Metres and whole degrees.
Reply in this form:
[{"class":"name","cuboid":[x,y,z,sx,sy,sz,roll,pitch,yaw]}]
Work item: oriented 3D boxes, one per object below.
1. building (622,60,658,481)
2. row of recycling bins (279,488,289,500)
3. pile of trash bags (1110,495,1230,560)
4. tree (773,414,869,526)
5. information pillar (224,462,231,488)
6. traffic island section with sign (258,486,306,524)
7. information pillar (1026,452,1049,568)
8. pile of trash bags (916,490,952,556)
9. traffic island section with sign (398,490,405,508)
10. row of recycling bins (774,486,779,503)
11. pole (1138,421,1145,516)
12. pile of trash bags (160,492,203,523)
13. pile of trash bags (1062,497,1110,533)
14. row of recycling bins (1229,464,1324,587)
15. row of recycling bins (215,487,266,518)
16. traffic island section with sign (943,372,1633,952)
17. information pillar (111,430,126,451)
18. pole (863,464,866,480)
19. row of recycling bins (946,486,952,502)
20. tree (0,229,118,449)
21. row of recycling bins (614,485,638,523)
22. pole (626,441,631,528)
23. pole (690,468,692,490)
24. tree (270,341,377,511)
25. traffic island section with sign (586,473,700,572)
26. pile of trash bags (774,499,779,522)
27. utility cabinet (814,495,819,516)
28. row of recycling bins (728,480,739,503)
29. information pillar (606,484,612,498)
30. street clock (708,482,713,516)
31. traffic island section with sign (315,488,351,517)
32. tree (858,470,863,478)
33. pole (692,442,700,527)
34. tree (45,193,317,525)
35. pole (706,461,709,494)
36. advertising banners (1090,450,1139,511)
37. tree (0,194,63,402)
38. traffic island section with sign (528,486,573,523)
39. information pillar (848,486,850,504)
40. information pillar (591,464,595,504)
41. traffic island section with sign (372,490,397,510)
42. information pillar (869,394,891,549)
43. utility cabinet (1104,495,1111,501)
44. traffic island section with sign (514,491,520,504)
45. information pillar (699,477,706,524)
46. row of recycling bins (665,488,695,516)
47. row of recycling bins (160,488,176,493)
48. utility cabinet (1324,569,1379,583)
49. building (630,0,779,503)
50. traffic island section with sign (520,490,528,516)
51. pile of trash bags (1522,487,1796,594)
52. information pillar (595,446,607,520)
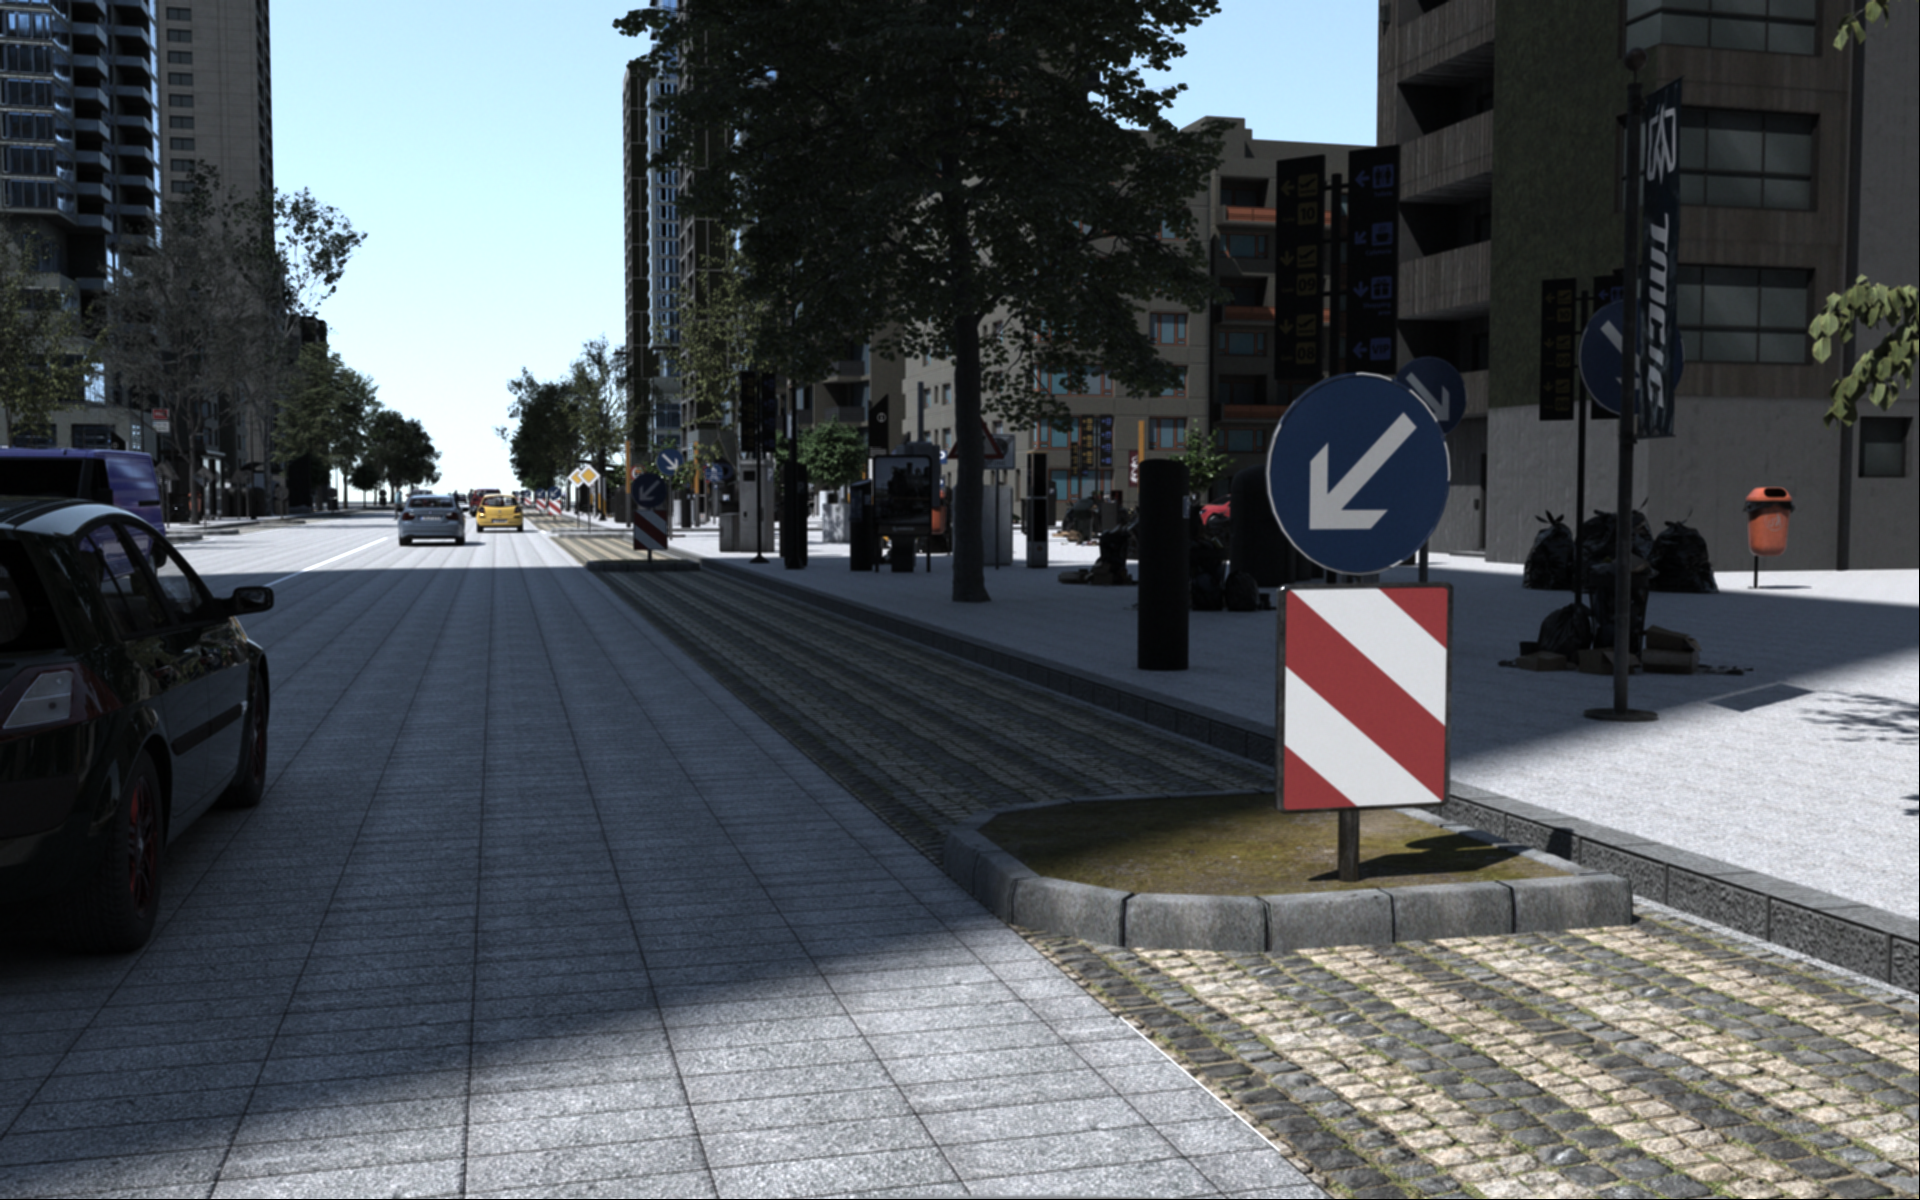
[{"class":"building","cuboid":[-46.640,-51.901,286.830,20.563,71.187,20.611,-1,4,-15]},{"class":"row of recycling bins","cuboid":[-49.132,-7.256,125.746,3.534,1.692,1.069,-2,4,-34]},{"class":"pile of trash bags","cuboid":[4.973,-1.489,34.102,3.447,1.369,1.912,-1,4,-21]},{"class":"tree","cuboid":[-4.904,-5.215,68.980,4.285,4.588,4.351,0,3,0]},{"class":"information pillar","cuboid":[-53.050,-8.204,125.482,0.504,3.616,0.183,1,4,13]},{"class":"traffic island section with sign","cuboid":[-32.638,-4.573,83.398,1.989,1.847,2.006,-1,4,-15]},{"class":"information pillar","cuboid":[1.343,-1.566,30.091,0.304,2.012,0.304,-1,4,-16]},{"class":"pile of trash bags","cuboid":[-0.175,-1.700,37.550,1.912,1.369,3.447,1,4,12]},{"class":"traffic island section with sign","cuboid":[-59.539,-10.725,183.988,1.989,1.847,2.006,-1,4,-15]},{"class":"row of recycling bins","cuboid":[-10.385,-5.086,90.270,1.069,1.692,3.534,-2,4,-35]},{"class":"pole","cuboid":[5.039,-3.320,48.127,0.158,3.312,0.155,0,3,0]},{"class":"pile of trash bags","cuboid":[-35.284,-4.143,77.483,1.912,1.369,3.447,1,4,19]},{"class":"pile of trash bags","cuboid":[5.178,-2.913,57.372,3.447,1.369,1.912,-1,4,-15]},{"class":"row of recycling bins","cuboid":[4.650,-1.116,25.368,1.069,1.692,3.534,1,4,22]},{"class":"row of recycling bins","cuboid":[-39.829,-5.424,95.791,1.069,1.692,3.534,1,4,21]},{"class":"traffic island section with sign","cuboid":[1.006,0.138,6.371,1.989,1.847,2.006,-1,4,-15]},{"class":"information pillar","cuboid":[-30.877,-4.418,63.581,0.504,3.616,0.183,0,4,-3]},{"class":"pole","cuboid":[-5.810,-6.828,105.481,0.158,3.312,0.155,0,3,0]},{"class":"row of recycling bins","cuboid":[-1.456,-4.994,88.772,1.069,1.692,3.534,-2,4,-32]},{"class":"tree","cuboid":[-25.793,-5.945,47.568,4.737,8.622,4.395,0,3,0]},{"class":"row of recycling bins","cuboid":[-15.088,-4.348,78.204,1.069,1.692,3.534,-1,4,-16]},{"class":"pole","cuboid":[-12.704,-4.432,66.313,0.158,3.312,0.155,0,3,0]},{"class":"pole","cuboid":[-16.159,-6.766,104.467,0.158,3.312,0.155,0,3,0]},{"class":"tree","cuboid":[-47.243,-12.877,128.663,7.486,12.596,7.792,0,3,0]},{"class":"traffic island section with sign","cuboid":[-6.024,-1.471,32.674,1.989,1.847,2.006,-1,4,-15]},{"class":"pile of trash bags","cuboid":[-8.389,-4.300,80.064,1.912,1.369,3.447,-1,4,-23]},{"class":"utility cabinet","cuboid":[-8.179,-5.625,103.133,1.020,1.237,0.306,-2,4,-31]},{"class":"row of recycling bins","cuboid":[-6.776,-2.872,54.071,1.069,1.692,3.534,0,4,-4]},{"class":"information pillar","cuboid":[-24.399,-7.096,120.512,0.304,2.012,0.304,1,4,12]},{"class":"street clock","cuboid":[-14.336,-5.861,100.392,0.471,2.002,0.358,1,4,11]},{"class":"traffic island section with sign","cuboid":[-39.610,-6.166,109.440,1.989,1.847,2.006,-1,4,-15]},{"class":"tree","cuboid":[-6.287,-6.862,106.797,1.663,3.219,1.824,0,3,0]},{"class":"pole","cuboid":[-10.244,-4.503,67.462,0.158,3.312,0.155,0,3,0]},{"class":"tree","cuboid":[-32.053,-9.875,71.832,12.009,13.543,11.850,0,3,0]},{"class":"pole","cuboid":[-15.469,-6.868,106.128,0.158,3.312,0.155,0,3,0]},{"class":"advertising banners","cuboid":[6.219,-4.458,69.077,2.074,3.025,0.090,0,4,-3]},{"class":"tree","cuboid":[-23.943,-5.603,41.964,4.360,8.622,3.978,0,3,0]},{"class":"traffic island section with sign","cuboid":[-20.167,-4.705,85.562,1.989,1.847,2.006,-1,4,-15]},{"class":"information pillar","cuboid":[-5.044,-5.340,78.661,0.183,3.616,0.504,0,4,-1]},{"class":"information pillar","cuboid":[-24.729,-7.687,117.041,0.504,3.616,0.183,-3,5,-44]},{"class":"traffic island section with sign","cuboid":[-52.571,-9.133,157.945,1.989,1.847,2.006,-1,4,-15]},{"class":"information pillar","cuboid":[-1.887,-3.007,40.525,0.504,3.616,0.183,1,4,17]},{"class":"utility cabinet","cuboid":[6.489,-4.016,76.826,0.306,1.237,1.020,-2,4,-25]},{"class":"traffic island section with sign","cuboid":[-40.168,-9.282,160.388,1.989,1.847,2.006,-1,4,-15]},{"class":"information pillar","cuboid":[-11.042,-4.262,74.175,0.304,2.012,0.304,0,4,-5]},{"class":"row of recycling bins","cuboid":[-16.614,-5.726,100.727,3.534,1.692,1.069,0,4,-5]},{"class":"row of recycling bins","cuboid":[-53.232,-6.814,118.528,1.069,1.692,3.534,2,4,29]},{"class":"utility cabinet","cuboid":[3.196,-0.182,14.145,0.306,1.237,1.020,0,4,3]},{"class":"building","cuboid":[-38.409,-58.026,261.402,22.319,86.520,31.000,-1,4,-15]},{"class":"traffic island section with sign","cuboid":[-27.264,-6.330,112.125,1.989,1.847,2.006,-1,4,-15]},{"class":"pile of trash bags","cuboid":[9.444,-0.820,23.159,3.447,1.369,1.912,0,4,-5]},{"class":"information pillar","cuboid":[-17.494,-5.708,84.682,0.183,3.616,0.504,2,4,26]}]
